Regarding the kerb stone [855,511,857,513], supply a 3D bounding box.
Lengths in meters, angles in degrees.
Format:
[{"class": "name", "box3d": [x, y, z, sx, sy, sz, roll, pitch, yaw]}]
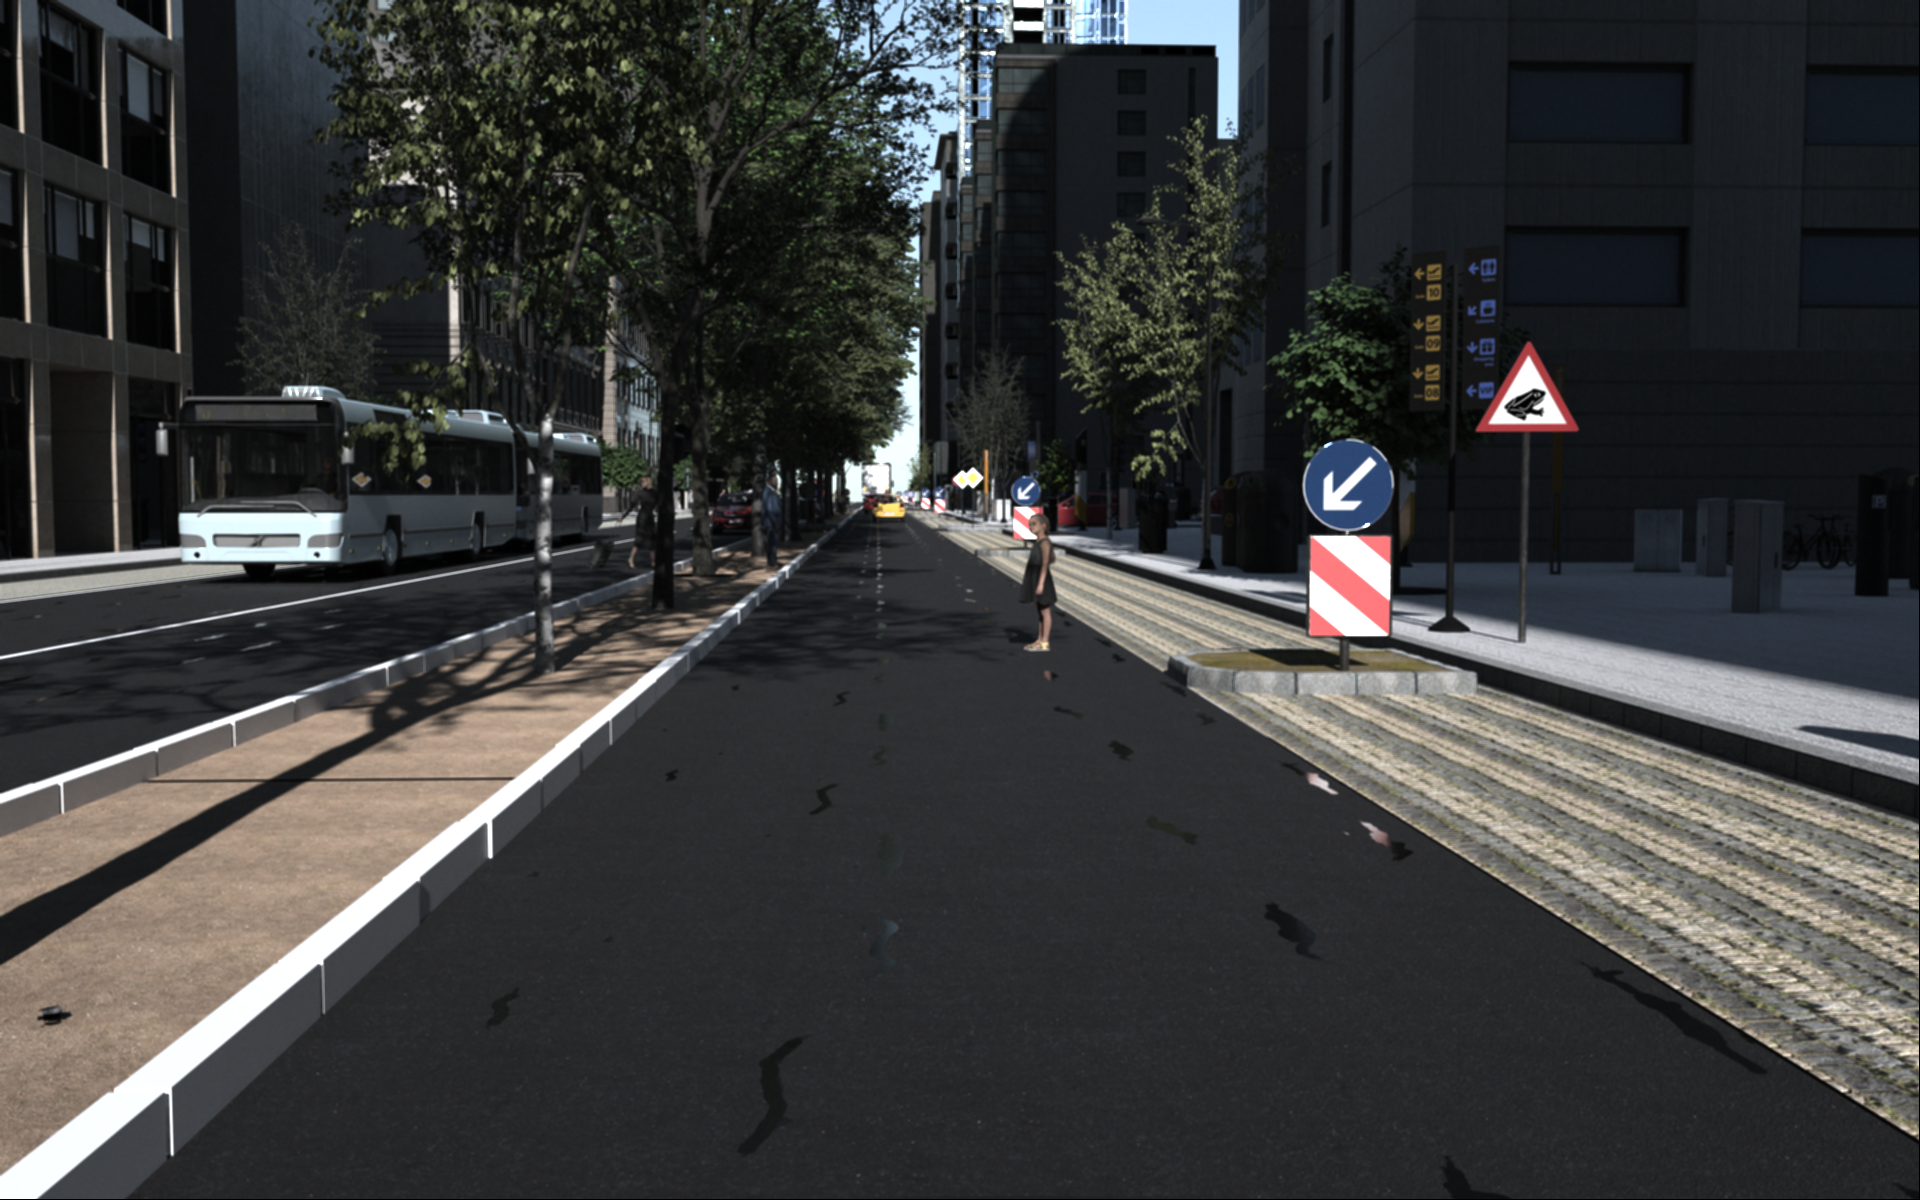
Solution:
[{"class": "kerb stone", "box3d": [-7.159, -5.760, 116.378, 0.120, 0.150, 1.000, 0, 4, -3]}]

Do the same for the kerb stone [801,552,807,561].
[{"class": "kerb stone", "box3d": [-3.307, -0.844, 35.991, 0.120, 0.150, 1.000, 0, 4, -3]}]

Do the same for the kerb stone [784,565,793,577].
[{"class": "kerb stone", "box3d": [-3.008, -0.464, 29.854, 0.120, 0.150, 1.000, 0, 4, -3]}]

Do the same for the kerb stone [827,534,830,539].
[{"class": "kerb stone", "box3d": [-4.093, -1.844, 52.381, 0.120, 0.150, 1.000, 0, 4, -3]}]

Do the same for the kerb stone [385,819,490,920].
[{"class": "kerb stone", "box3d": [-1.890, 0.973, 6.289, 0.120, 0.150, 1.000, 0, 4, -3]}]

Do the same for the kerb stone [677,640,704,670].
[{"class": "kerb stone", "box3d": [-2.275, 0.472, 14.472, 0.120, 0.150, 1.000, 0, 4, -3]}]

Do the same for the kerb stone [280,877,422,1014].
[{"class": "kerb stone", "box3d": [-1.836, 1.036, 5.263, 0.120, 0.150, 1.000, 0, 4, -3]}]

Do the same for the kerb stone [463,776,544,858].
[{"class": "kerb stone", "box3d": [-1.926, 0.910, 7.311, 0.120, 0.150, 1.000, 0, 4, -3]}]

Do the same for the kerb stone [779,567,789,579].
[{"class": "kerb stone", "box3d": [-2.969, -0.406, 28.832, 0.120, 0.150, 1.000, 0, 4, -3]}]

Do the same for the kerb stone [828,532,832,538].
[{"class": "kerb stone", "box3d": [-4.190, -1.972, 54.438, 0.120, 0.150, 1.000, 0, 4, -3]}]

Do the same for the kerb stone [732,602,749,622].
[{"class": "kerb stone", "box3d": [-2.516, 0.159, 19.600, 0.120, 0.150, 1.000, 0, 4, -3]}]

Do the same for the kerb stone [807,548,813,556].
[{"class": "kerb stone", "box3d": [-3.452, -1.028, 39.063, 0.120, 0.150, 1.000, 0, 4, -3]}]

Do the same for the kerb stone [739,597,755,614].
[{"class": "kerb stone", "box3d": [-2.572, 0.096, 20.621, 0.120, 0.150, 1.000, 0, 4, -3]}]

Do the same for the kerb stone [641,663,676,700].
[{"class": "kerb stone", "box3d": [-2.179, 0.597, 12.430, 0.120, 0.150, 1.000, 0, 4, -3]}]

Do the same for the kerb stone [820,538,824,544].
[{"class": "kerb stone", "box3d": [-3.855, -1.531, 47.267, 0.120, 0.150, 1.000, 0, 4, -3]}]

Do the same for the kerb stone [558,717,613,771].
[{"class": "kerb stone", "box3d": [-2.031, 0.786, 9.367, 0.120, 0.150, 1.000, 0, 4, -3]}]

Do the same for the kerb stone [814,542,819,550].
[{"class": "kerb stone", "box3d": [-3.650, -1.283, 43.167, 0.120, 0.150, 1.000, 0, 4, -3]}]

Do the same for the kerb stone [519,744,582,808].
[{"class": "kerb stone", "box3d": [-1.978, 0.853, 8.343, 0.120, 0.150, 1.000, 0, 4, -3]}]

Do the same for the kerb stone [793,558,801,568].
[{"class": "kerb stone", "box3d": [-3.162, -0.651, 32.917, 0.120, 0.150, 1.000, 0, 4, -3]}]

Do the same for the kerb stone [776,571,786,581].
[{"class": "kerb stone", "box3d": [-2.914, -0.335, 27.797, 0.120, 0.150, 1.000, 0, 4, -3]}]

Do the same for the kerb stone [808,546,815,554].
[{"class": "kerb stone", "box3d": [-3.500, -1.094, 40.090, 0.120, 0.150, 1.000, 0, 4, -3]}]

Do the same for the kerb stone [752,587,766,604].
[{"class": "kerb stone", "box3d": [-2.668, -0.029, 22.667, 0.120, 0.150, 1.000, 0, 4, -3]}]

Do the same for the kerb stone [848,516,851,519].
[{"class": "kerb stone", "box3d": [-5.940, -4.195, 90.783, 0.120, 0.150, 1.000, 0, 4, -3]}]

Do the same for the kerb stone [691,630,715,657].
[{"class": "kerb stone", "box3d": [-2.324, 0.410, 15.493, 0.120, 0.150, 1.000, 0, 4, -3]}]

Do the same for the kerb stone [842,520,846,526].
[{"class": "kerb stone", "box3d": [-5.299, -3.372, 77.472, 0.120, 0.150, 1.000, 0, 4, -3]}]

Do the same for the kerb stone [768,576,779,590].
[{"class": "kerb stone", "box3d": [-2.814, -0.217, 25.748, 0.120, 0.150, 1.000, 0, 4, -3]}]

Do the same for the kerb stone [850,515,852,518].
[{"class": "kerb stone", "box3d": [-6.132, -4.443, 94.872, 0.120, 0.150, 1.000, 0, 4, -3]}]

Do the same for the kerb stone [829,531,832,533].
[{"class": "kerb stone", "box3d": [-4.240, -2.034, 55.459, 0.120, 0.150, 1.000, 0, 4, -3]}]

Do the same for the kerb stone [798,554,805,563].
[{"class": "kerb stone", "box3d": [-3.256, -0.779, 34.966, 0.120, 0.150, 1.000, 0, 4, -3]}]

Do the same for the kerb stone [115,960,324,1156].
[{"class": "kerb stone", "box3d": [-1.788, 1.098, 4.242, 0.120, 0.150, 1.000, 0, 4, -3]}]

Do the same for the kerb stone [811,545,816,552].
[{"class": "kerb stone", "box3d": [-3.550, -1.157, 41.117, 0.120, 0.150, 1.000, 0, 4, -3]}]

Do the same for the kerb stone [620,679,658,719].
[{"class": "kerb stone", "box3d": [-2.128, 0.665, 11.409, 0.120, 0.150, 1.000, 0, 4, -3]}]

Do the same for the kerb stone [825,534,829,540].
[{"class": "kerb stone", "box3d": [-4.040, -1.784, 51.360, 0.120, 0.150, 1.000, 0, 4, -3]}]

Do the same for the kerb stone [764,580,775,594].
[{"class": "kerb stone", "box3d": [-2.761, -0.154, 24.719, 0.120, 0.150, 1.000, 0, 4, -3]}]

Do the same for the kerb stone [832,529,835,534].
[{"class": "kerb stone", "box3d": [-4.382, -2.222, 58.529, 0.120, 0.150, 1.000, 0, 4, -3]}]

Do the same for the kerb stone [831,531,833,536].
[{"class": "kerb stone", "box3d": [-4.292, -2.097, 56.487, 0.120, 0.150, 1.000, 0, 4, -3]}]

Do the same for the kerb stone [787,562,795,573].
[{"class": "kerb stone", "box3d": [-3.066, -0.531, 30.874, 0.120, 0.150, 1.000, 0, 4, -3]}]

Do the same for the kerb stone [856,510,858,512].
[{"class": "kerb stone", "box3d": [-7.352, -6.011, 120.482, 0.120, 0.150, 1.000, 0, 4, -3]}]

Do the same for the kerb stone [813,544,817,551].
[{"class": "kerb stone", "box3d": [-3.608, -1.217, 42.138, 0.120, 0.150, 1.000, 0, 4, -3]}]

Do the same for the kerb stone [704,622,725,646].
[{"class": "kerb stone", "box3d": [-2.374, 0.347, 16.517, 0.120, 0.150, 1.000, 0, 4, -3]}]

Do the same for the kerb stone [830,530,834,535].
[{"class": "kerb stone", "box3d": [-4.339, -2.159, 57.508, 0.120, 0.150, 1.000, 0, 4, -3]}]

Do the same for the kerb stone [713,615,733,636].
[{"class": "kerb stone", "box3d": [-2.426, 0.285, 17.541, 0.120, 0.150, 1.000, 0, 4, -3]}]

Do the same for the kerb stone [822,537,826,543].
[{"class": "kerb stone", "box3d": [-3.890, -1.590, 48.289, 0.120, 0.150, 1.000, 0, 4, -3]}]

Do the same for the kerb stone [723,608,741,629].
[{"class": "kerb stone", "box3d": [-2.476, 0.225, 18.572, 0.120, 0.150, 1.000, 0, 4, -3]}]

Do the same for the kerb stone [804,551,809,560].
[{"class": "kerb stone", "box3d": [-3.360, -0.907, 37.020, 0.120, 0.150, 1.000, 0, 4, -3]}]

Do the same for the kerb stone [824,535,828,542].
[{"class": "kerb stone", "box3d": [-3.998, -1.721, 50.330, 0.120, 0.150, 1.000, 0, 4, -3]}]

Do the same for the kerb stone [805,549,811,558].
[{"class": "kerb stone", "box3d": [-3.401, -0.965, 38.042, 0.120, 0.150, 1.000, 0, 4, -3]}]

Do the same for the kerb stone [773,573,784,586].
[{"class": "kerb stone", "box3d": [-2.855, -0.280, 26.773, 0.120, 0.150, 1.000, 0, 4, -3]}]

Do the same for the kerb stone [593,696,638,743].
[{"class": "kerb stone", "box3d": [-2.077, 0.725, 10.388, 0.120, 0.150, 1.000, 0, 4, -3]}]

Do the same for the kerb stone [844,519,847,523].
[{"class": "kerb stone", "box3d": [-5.393, -3.506, 79.513, 0.120, 0.150, 1.000, 0, 4, -3]}]

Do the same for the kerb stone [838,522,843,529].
[{"class": "kerb stone", "box3d": [-5.045, -3.067, 72.354, 0.120, 0.150, 1.000, 0, 4, -3]}]

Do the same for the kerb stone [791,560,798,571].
[{"class": "kerb stone", "box3d": [-3.113, -0.593, 31.896, 0.120, 0.150, 1.000, 0, 4, -3]}]

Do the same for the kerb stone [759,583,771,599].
[{"class": "kerb stone", "box3d": [-2.710, -0.091, 23.691, 0.120, 0.150, 1.000, 0, 4, -3]}]

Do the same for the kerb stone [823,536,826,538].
[{"class": "kerb stone", "box3d": [-3.950, -1.655, 49.309, 0.120, 0.150, 1.000, 0, 4, -3]}]

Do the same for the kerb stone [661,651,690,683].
[{"class": "kerb stone", "box3d": [-2.228, 0.535, 13.451, 0.120, 0.150, 1.000, 0, 4, -3]}]

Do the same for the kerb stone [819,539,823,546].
[{"class": "kerb stone", "box3d": [-3.800, -1.471, 46.246, 0.120, 0.150, 1.000, 0, 4, -3]}]

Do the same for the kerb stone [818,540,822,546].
[{"class": "kerb stone", "box3d": [-3.744, -1.408, 45.221, 0.120, 0.150, 1.000, 0, 4, -3]}]

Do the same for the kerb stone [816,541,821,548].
[{"class": "kerb stone", "box3d": [-3.698, -1.344, 44.197, 0.120, 0.150, 1.000, 0, 4, -3]}]

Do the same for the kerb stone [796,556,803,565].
[{"class": "kerb stone", "box3d": [-3.206, -0.718, 33.940, 0.120, 0.150, 1.000, 0, 4, -3]}]

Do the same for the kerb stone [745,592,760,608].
[{"class": "kerb stone", "box3d": [-2.623, 0.034, 21.644, 0.120, 0.150, 1.000, 0, 4, -3]}]
